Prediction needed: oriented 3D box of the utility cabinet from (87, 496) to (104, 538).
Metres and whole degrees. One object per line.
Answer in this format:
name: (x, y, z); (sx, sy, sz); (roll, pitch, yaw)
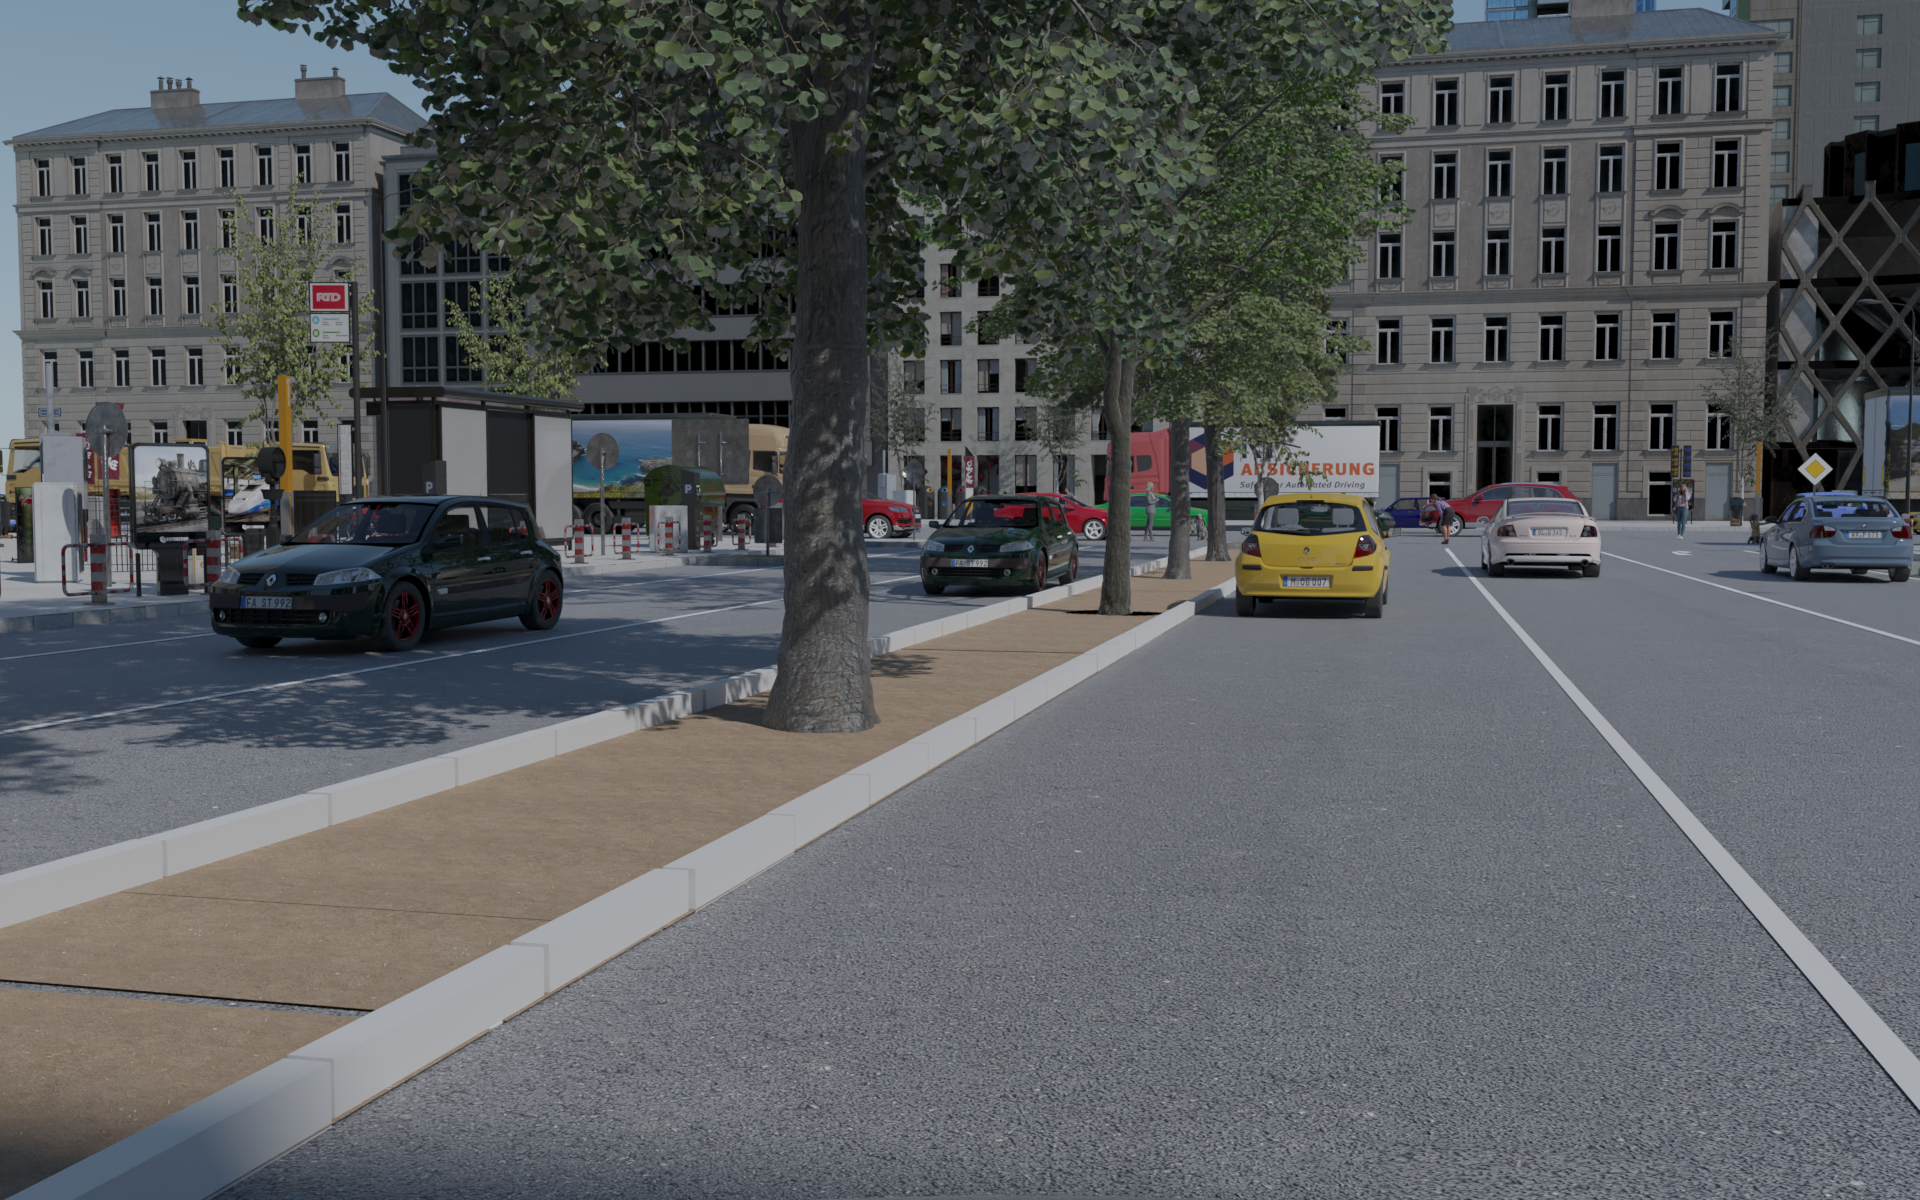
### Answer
utility cabinet: (-25.539, -2.418, 50.689); (1.020, 1.237, 0.306); (1, 4, 19)

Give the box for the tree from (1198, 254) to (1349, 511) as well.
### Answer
tree: (7.518, -5.512, 42.933); (4.737, 8.622, 4.395); (0, 3, 0)

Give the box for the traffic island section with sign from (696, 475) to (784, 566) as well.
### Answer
traffic island section with sign: (-4.086, -1.635, 35.366); (1.989, 1.847, 2.006); (1, 4, 14)

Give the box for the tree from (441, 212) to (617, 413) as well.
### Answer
tree: (-10.347, -5.678, 43.194); (4.737, 8.622, 4.395); (0, 3, 0)

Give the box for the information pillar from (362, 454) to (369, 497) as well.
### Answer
information pillar: (-33.019, -6.407, 96.107); (0.504, 3.616, 0.183); (3, 4, 37)

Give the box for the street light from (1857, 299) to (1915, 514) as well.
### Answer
street light: (22.091, -4.209, 41.363); (1.470, 5.913, 1.316); (1, 4, 14)

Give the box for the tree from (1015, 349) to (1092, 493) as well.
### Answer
tree: (4.837, -8.321, 86.406); (4.360, 8.622, 3.978); (0, 3, 0)

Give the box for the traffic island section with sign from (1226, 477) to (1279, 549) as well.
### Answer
traffic island section with sign: (8.027, -2.297, 45.693); (2.006, 1.907, 1.989); (1, 4, 14)

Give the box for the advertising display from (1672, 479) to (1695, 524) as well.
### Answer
advertising display: (31.147, -4.244, 74.603); (0.123, 1.923, 0.974); (-2, 4, -35)

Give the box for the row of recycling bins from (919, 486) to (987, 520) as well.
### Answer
row of recycling bins: (-0.344, -4.909, 87.371); (3.534, 1.692, 1.069); (0, 4, 3)

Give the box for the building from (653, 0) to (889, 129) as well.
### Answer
building: (-20.593, -46.009, 190.504); (20.611, 71.187, 20.563); (1, 4, 14)

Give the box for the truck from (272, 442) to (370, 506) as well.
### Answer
truck: (-26.486, -4.251, 65.432); (9.791, 3.379, 3.469); (1, 4, 14)

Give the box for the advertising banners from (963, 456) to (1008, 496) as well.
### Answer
advertising banners: (1.178, -5.076, 79.177); (2.074, 3.025, 0.090); (0, 4, 4)

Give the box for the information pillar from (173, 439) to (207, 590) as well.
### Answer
information pillar: (-10.300, -1.146, 23.233); (0.304, 2.012, 0.304); (1, 4, 17)

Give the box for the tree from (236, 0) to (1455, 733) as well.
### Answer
tree: (-0.843, -6.190, 10.326); (9.857, 13.997, 8.962); (0, 3, 0)

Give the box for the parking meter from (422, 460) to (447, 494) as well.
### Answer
parking meter: (-9.176, -1.502, 30.271); (0.399, 1.863, 0.255); (2, 4, 33)

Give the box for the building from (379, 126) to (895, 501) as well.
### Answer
building: (-17.059, -17.228, 100.751); (30.058, 24.678, 14.314); (1, 4, 14)

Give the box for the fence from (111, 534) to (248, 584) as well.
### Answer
fence: (-11.480, -0.618, 25.481); (2.069, 0.683, 0.278); (-3, 5, -44)

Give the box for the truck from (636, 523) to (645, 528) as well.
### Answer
truck: (-11.301, -4.708, 72.907); (9.791, 3.379, 3.469); (1, 4, 15)

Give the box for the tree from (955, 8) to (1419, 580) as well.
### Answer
tree: (3.667, -6.638, 29.111); (7.486, 12.596, 7.792); (0, 3, 0)

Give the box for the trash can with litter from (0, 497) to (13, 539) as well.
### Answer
trash can with litter: (-27.821, -2.414, 50.523); (1.678, 1.210, 2.233); (-3, 4, -39)

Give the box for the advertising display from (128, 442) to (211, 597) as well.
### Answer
advertising display: (-9.985, -1.021, 21.915); (0.123, 1.923, 0.974); (3, 5, 42)

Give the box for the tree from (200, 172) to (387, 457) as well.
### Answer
tree: (-15.726, -5.513, 40.494); (4.737, 8.622, 4.395); (0, 3, 0)

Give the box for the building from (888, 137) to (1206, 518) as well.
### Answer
building: (5.637, -14.627, 93.906); (16.860, 20.320, 10.420); (1, 4, 14)

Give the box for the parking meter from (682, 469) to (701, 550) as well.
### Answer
parking meter: (-6.158, -2.081, 39.741); (0.399, 1.863, 0.255); (1, 4, 21)

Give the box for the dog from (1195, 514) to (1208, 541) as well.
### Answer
dog: (7.436, -2.243, 53.505); (0.513, 0.831, 0.800); (1, 4, 19)

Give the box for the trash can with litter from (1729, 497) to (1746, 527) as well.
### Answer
trash can with litter: (30.907, -3.512, 68.803); (0.624, 1.170, 1.055); (1, 4, 22)

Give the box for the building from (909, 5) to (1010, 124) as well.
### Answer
building: (-1.213, -43.753, 153.620); (20.563, 71.187, 20.611); (1, 4, 14)

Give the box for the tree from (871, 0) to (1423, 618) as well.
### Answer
tree: (1.916, -5.613, 19.988); (9.928, 11.665, 9.643); (0, 3, 0)

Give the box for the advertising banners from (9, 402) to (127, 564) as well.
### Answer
advertising banners: (-16.745, -2.225, 32.569); (0.090, 3.025, 2.074); (3, 5, 44)

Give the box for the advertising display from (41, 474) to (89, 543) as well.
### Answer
advertising display: (-21.027, -2.170, 40.697); (0.974, 1.923, 0.123); (-2, 4, -25)

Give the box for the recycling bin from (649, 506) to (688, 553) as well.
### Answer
recycling bin: (-6.373, -1.548, 37.860); (0.722, 1.027, 0.722); (-1, 4, -20)

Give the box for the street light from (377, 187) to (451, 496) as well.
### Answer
street light: (-8.196, -3.271, 26.020); (1.470, 5.913, 1.316); (1, 4, 14)

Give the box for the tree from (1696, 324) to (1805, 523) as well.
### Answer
tree: (34.506, -7.664, 75.676); (4.360, 8.622, 3.978); (0, 3, 0)

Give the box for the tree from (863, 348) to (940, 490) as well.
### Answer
tree: (-2.807, -8.043, 81.868); (4.360, 8.622, 3.978); (0, 3, 0)

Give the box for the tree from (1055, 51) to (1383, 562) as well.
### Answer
tree: (5.373, -6.847, 36.454); (6.751, 12.117, 7.091); (0, 3, 0)

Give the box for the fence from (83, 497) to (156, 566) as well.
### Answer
fence: (-14.071, -1.110, 29.347); (2.264, 1.192, 0.480); (0, 4, -2)

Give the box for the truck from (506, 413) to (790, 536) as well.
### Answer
truck: (-10.471, -4.437, 61.464); (11.283, 4.237, 2.839); (1, 4, 14)

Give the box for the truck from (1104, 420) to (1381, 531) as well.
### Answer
truck: (10.700, -4.837, 68.000); (11.283, 4.237, 2.839); (1, 4, 13)

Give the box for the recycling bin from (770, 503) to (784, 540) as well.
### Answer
recycling bin: (-4.913, -2.242, 49.206); (0.722, 1.027, 0.722); (3, 5, 43)

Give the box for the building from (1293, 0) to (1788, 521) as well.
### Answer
building: (27.412, -17.853, 89.155); (25.104, 27.353, 12.463); (1, 4, 14)

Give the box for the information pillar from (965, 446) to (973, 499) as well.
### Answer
information pillar: (0.432, -5.731, 85.057); (0.504, 3.616, 0.183); (-3, 5, -43)

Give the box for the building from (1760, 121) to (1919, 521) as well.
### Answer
building: (48.597, -13.384, 86.276); (16.811, 18.784, 16.820); (1, 4, 14)

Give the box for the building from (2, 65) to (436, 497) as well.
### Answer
building: (-43.843, -18.959, 107.243); (25.104, 27.353, 12.463); (1, 4, 14)

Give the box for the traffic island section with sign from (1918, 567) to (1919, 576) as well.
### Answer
traffic island section with sign: (17.638, -1.284, 29.620); (1.989, 1.847, 2.006); (1, 4, 14)

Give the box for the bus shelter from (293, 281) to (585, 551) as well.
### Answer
bus shelter: (-10.616, -3.524, 35.252); (2.179, 5.291, 8.768); (1, 4, 14)

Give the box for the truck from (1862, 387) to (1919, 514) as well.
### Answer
truck: (30.010, -3.445, 45.233); (11.283, 4.237, 2.839); (1, 4, 14)

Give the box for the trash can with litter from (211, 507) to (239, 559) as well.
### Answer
trash can with litter: (-14.636, -1.403, 34.330); (1.055, 1.170, 0.624); (-1, 4, -16)

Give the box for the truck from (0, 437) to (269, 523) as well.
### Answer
truck: (-28.277, -3.847, 58.829); (9.791, 3.379, 3.469); (1, 4, 15)

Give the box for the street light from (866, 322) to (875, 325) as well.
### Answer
street light: (-2.963, -4.542, 46.800); (1.470, 5.913, 1.316); (1, 4, 14)

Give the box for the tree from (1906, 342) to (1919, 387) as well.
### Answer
tree: (43.781, -7.714, 76.480); (4.360, 8.622, 3.978); (0, 3, 0)

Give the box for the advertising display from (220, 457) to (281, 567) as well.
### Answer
advertising display: (-12.296, -1.521, 30.083); (0.974, 1.923, 0.123); (-2, 4, -34)

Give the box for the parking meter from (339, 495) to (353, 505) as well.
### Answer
parking meter: (-18.066, -2.767, 50.952); (0.255, 1.863, 0.399); (1, 4, 12)
